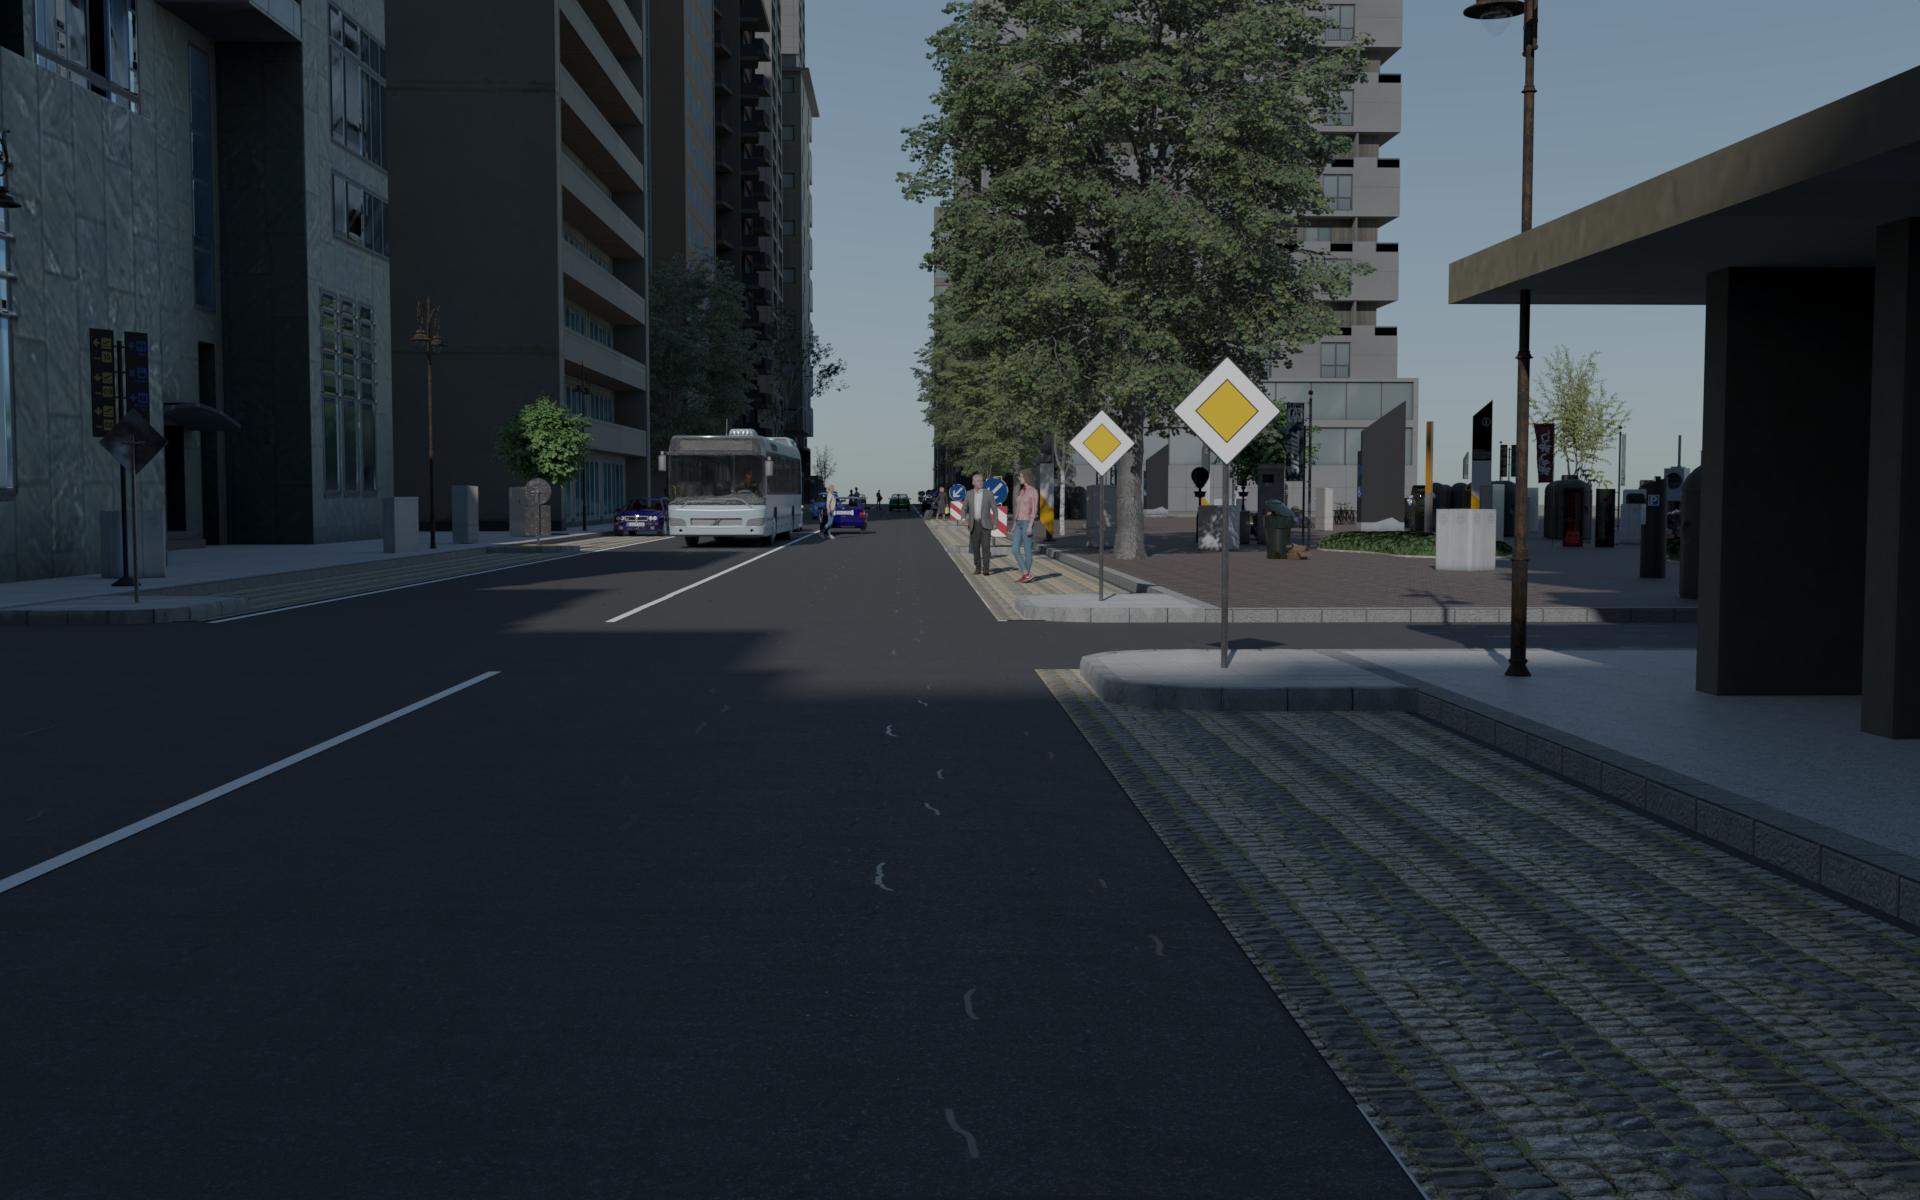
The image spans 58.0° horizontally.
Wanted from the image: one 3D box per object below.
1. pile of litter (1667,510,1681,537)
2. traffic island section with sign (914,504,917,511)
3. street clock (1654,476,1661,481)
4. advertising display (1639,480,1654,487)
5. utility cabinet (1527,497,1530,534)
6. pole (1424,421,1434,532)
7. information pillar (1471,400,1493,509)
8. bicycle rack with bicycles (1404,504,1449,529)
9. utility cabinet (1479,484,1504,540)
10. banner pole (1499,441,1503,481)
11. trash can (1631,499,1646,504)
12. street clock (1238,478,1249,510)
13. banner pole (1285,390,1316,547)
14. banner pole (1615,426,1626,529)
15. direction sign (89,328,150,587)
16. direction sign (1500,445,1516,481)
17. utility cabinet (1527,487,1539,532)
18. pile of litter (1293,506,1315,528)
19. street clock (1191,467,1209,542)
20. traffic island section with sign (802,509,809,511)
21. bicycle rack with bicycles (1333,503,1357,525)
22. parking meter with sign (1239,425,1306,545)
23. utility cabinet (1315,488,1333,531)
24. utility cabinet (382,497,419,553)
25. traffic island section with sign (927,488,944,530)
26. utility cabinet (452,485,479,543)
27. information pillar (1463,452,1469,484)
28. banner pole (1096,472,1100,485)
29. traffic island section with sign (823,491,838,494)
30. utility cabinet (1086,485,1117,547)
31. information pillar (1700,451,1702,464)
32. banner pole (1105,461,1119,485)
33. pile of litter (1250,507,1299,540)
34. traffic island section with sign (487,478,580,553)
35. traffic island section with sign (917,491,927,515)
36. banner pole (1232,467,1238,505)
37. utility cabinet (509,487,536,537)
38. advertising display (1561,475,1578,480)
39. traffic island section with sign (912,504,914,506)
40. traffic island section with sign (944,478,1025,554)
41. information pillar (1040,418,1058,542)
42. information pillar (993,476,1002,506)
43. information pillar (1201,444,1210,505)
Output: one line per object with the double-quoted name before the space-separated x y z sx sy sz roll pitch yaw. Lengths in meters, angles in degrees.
"pile of litter" 19.716 -2.106 48.395 1.176 0.858 1.719 1 4 9
"traffic island section with sign" -2.723 -8.507 147.712 1.989 1.847 2.006 0 4 -2
"street clock" 27.907 -3.962 69.347 0.358 2.002 0.471 1 4 13
"advertising display" 31.075 -4.461 78.148 0.123 1.923 0.974 -2 4 -29
"utility cabinet" 18.166 -2.737 55.916 0.306 1.237 1.020 0 4 8
"pole" 13.159 -3.348 48.588 0.158 3.312 0.155 0 3 0
"information pillar" 12.950 -3.156 42.952 0.504 3.616 0.183 1 4 14
"bicycle rack with bicycles" 17.760 -3.086 63.834 2.852 0.926 2.925 -3 4 -36
"utility cabinet" 12.081 -1.879 39.405 0.318 1.500 1.173 2 4 30
"banner pole" 25.589 -5.619 81.894 0.401 3.779 0.863 2 4 28
"trash can" 20.599 -2.483 52.251 0.748 1.137 0.748 0 3 0
"street clock" 8.976 -3.077 54.881 0.358 2.002 0.471 1 4 11
"banner pole" 8.209 -3.160 41.688 0.863 3.779 0.401 -1 4 -13
"banner pole" 24.404 -4.518 63.886 0.401 3.779 0.863 3 5 40
"direction sign" -11.639 -1.962 24.072 0.379 3.537 0.876 2 4 28
"direction sign" 25.113 -5.337 79.259 0.876 3.537 0.379 0 4 -8
"utility cabinet" 19.137 -3.038 58.354 0.318 1.500 1.173 3 4 36
"pile of litter" 12.658 -3.154 65.534 1.719 0.858 1.176 1 4 17
"street clock" 6.359 -2.528 45.896 0.471 2.002 0.358 1 4 12
"traffic island section with sign" -13.845 -8.485 147.363 1.989 1.847 2.006 0 4 -2
"bicycle rack with bicycles" 16.533 -3.608 72.379 2.925 0.926 2.852 -3 5 -43
"parking meter with sign" 7.912 -2.925 44.092 1.738 3.016 0.543 1 4 12
"utility cabinet" 12.694 -3.158 60.314 0.318 1.500 1.173 0 4 -4
"utility cabinet" -12.268 -1.641 37.990 0.306 1.237 1.020 1 4 13
"traffic island section with sign" -0.222 -3.775 70.350 1.989 1.847 2.006 0 4 -2
"utility cabinet" -12.858 -2.224 45.048 0.318 1.500 1.173 -2 4 -35
"information pillar" 27.882 -6.370 95.512 0.504 3.616 0.183 -3 5 -44
"banner pole" 7.844 -6.449 95.452 0.863 3.779 0.401 -1 4 -22
"traffic island section with sign" -15.637 -11.874 202.774 1.989 1.847 2.006 0 4 -2
"utility cabinet" 3.610 -2.012 41.582 1.173 1.500 0.318 -2 4 -26
"information pillar" 12.656 -1.507 29.126 0.304 2.012 0.304 -1 4 -13
"banner pole" 7.489 -5.730 83.704 0.401 3.779 0.863 -2 4 -29
"pile of litter" 8.256 -2.081 47.982 1.176 0.858 1.719 -3 5 -43
"traffic island section with sign" -10.441 -2.080 42.635 1.989 1.847 2.006 0 4 -2
"traffic island section with sign" -1.844 -6.859 120.771 1.989 1.847 2.006 0 4 -2
"banner pole" 9.491 -4.225 59.102 0.401 3.779 0.863 -3 4 -37
"utility cabinet" -13.140 -2.649 51.985 0.318 1.500 1.173 -3 5 -40
"advertising display" 20.264 -3.205 57.614 0.123 1.923 0.974 0 4 -7
"traffic island section with sign" -4.503 -11.903 203.246 1.989 1.847 2.006 0 4 -2
"traffic island section with sign" 0.690 -2.061 42.318 1.989 1.847 2.006 0 4 -2
"information pillar" 2.370 -3.400 46.952 0.183 3.616 0.504 -3 4 -38
"information pillar" 1.549 -4.106 71.619 0.304 2.012 0.304 -1 4 -16
"information pillar" 10.236 -4.941 72.136 0.183 3.616 0.504 -2 4 -30
